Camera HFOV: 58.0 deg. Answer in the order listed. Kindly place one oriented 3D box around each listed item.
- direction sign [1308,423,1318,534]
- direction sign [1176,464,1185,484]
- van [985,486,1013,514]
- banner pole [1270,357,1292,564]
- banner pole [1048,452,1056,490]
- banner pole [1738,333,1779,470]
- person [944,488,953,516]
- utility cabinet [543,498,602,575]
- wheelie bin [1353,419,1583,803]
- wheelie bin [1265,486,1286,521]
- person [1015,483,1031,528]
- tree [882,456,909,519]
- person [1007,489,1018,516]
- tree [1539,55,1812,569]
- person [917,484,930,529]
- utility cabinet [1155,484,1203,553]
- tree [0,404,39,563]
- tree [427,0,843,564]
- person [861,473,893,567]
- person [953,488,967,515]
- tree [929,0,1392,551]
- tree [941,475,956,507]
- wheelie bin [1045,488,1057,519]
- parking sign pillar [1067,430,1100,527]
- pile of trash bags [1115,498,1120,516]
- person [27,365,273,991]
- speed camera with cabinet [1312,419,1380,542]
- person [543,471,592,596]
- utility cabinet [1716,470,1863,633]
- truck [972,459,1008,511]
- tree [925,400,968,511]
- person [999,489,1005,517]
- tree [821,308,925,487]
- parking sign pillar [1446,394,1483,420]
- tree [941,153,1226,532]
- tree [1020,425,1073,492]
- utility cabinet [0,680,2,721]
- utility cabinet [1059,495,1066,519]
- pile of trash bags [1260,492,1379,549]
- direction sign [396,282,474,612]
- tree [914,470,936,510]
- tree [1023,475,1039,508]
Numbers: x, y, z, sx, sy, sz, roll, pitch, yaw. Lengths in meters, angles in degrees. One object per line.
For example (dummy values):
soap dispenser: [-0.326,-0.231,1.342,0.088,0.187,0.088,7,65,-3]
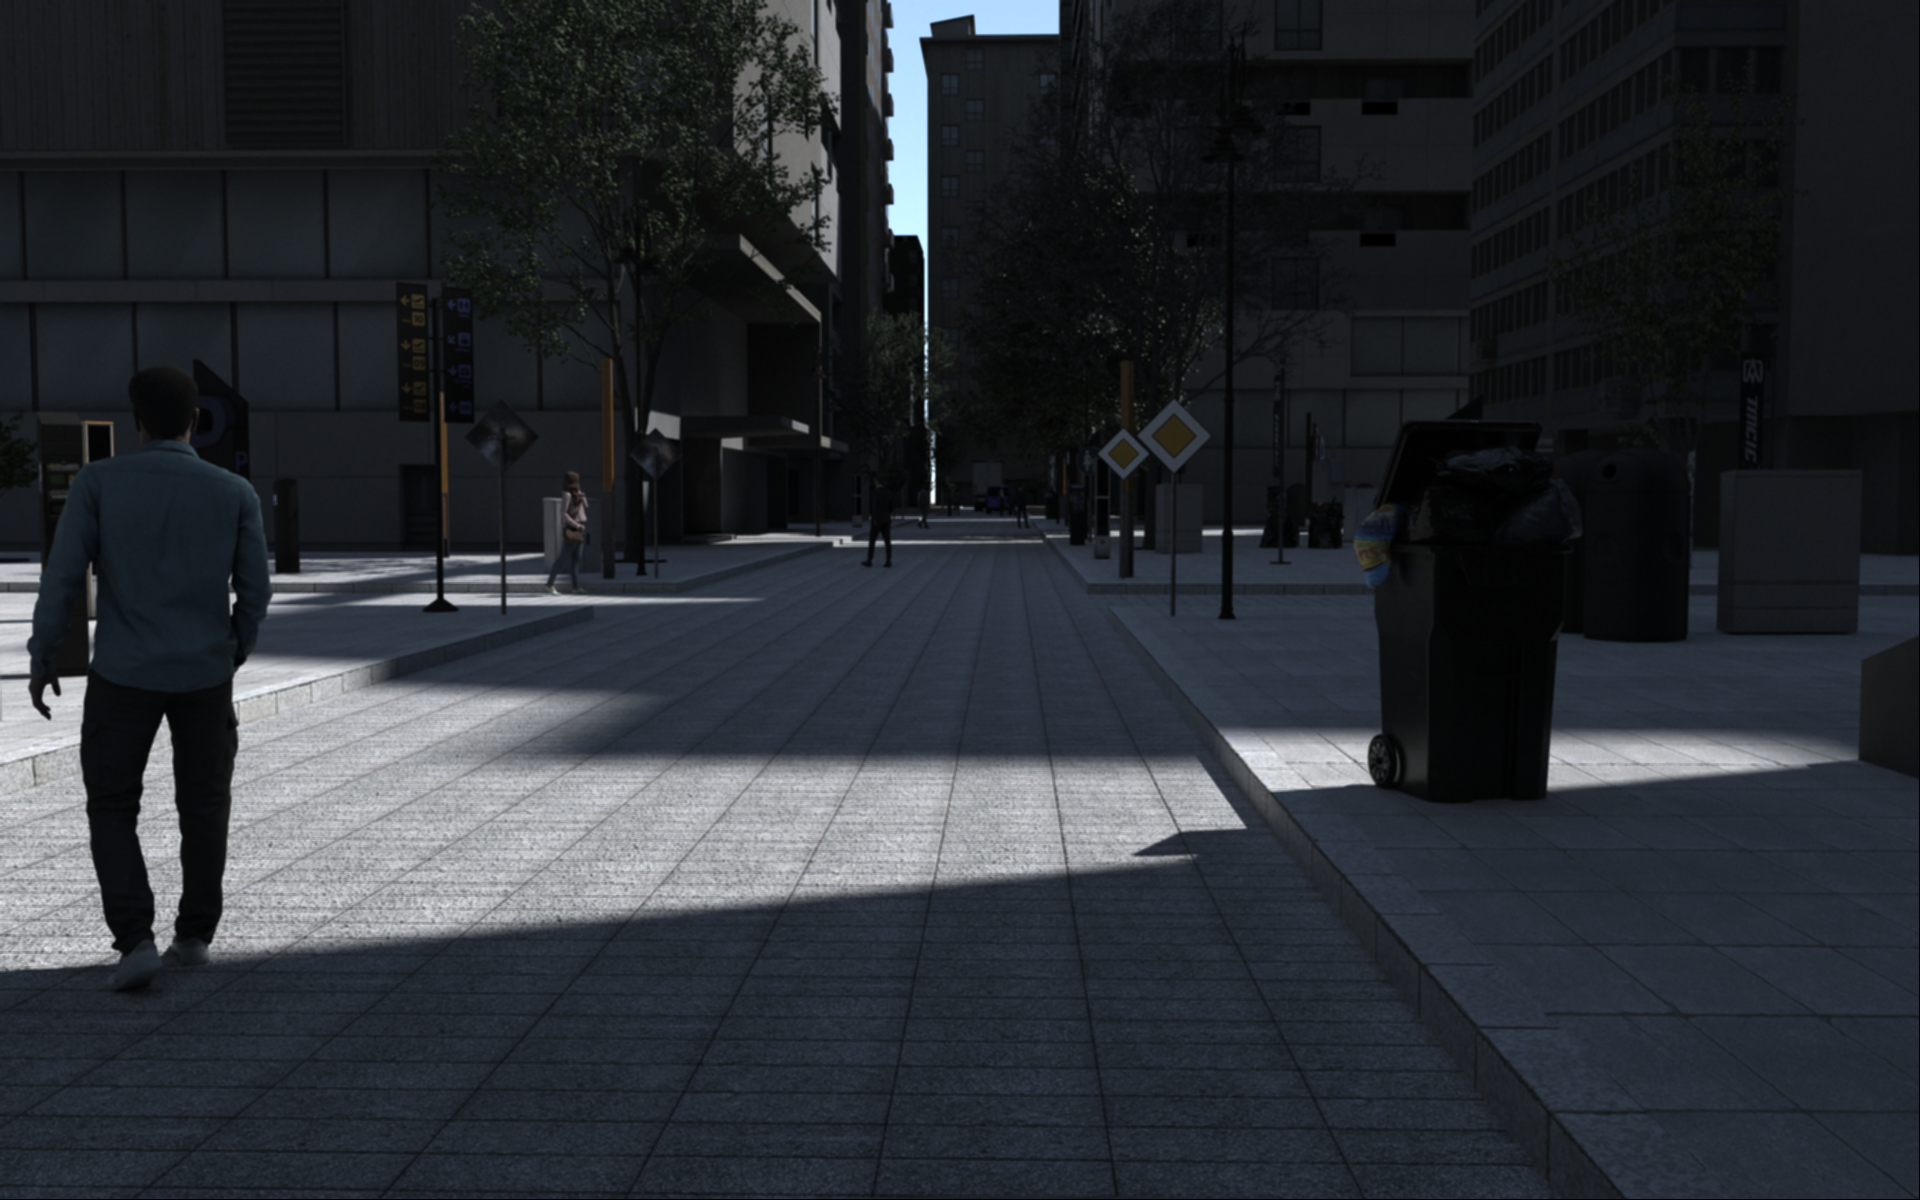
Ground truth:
direction sign: [11.371,-3.886,55.526,0.379,3.537,0.876,1,4,21]
direction sign: [8.418,-4.543,66.269,0.379,3.537,0.876,-1,4,-17]
van: [2.893,-7.481,126.692,2.240,2.365,5.245,0,4,3]
banner pole: [5.882,-2.566,31.976,0.401,3.779,0.863,0,4,-4]
banner pole: [5.044,-6.492,96.164,0.401,3.779,0.863,-2,4,-34]
banner pole: [12.427,-2.258,26.936,0.863,3.779,0.401,-1,4,-17]
person: [-0.703,-6.378,112.866,0.705,1.814,1.350,-1,4,-23]
utility cabinet: [-6.259,-1.032,28.033,0.306,1.237,1.020,2,4,33]
wheelie bin: [2.203,0.030,7.412,0.980,1.594,0.693,-1,4,-12]
wheelie bin: [12.474,-3.694,68.311,0.980,1.594,0.693,1,4,20]
person: [2.643,-4.003,73.316,0.648,1.900,0.474,3,5,41]
tree: [-3.459,-5.699,87.782,1.663,3.219,1.824,0,3,0]
person: [3.412,-6.315,112.299,0.990,1.755,0.434,3,5,39]
tree: [12.438,-4.854,29.719,4.737,8.622,4.395,0,3,0]
person: [-1.486,-3.881,72.048,0.679,1.850,0.850,3,5,41]
utility cabinet: [4.733,-1.761,37.477,1.173,1.500,0.318,-3,5,-40]
tree: [-18.177,-2.327,32.649,1.663,3.219,1.824,0,3,0]
tree: [-6.042,-6.513,32.243,9.928,11.665,9.643,0,3,0]
person: [-1.619,-1.573,33.997,0.659,1.850,0.755,-3,5,-41]
person: [-0.218,-6.688,117.852,1.348,1.824,0.705,1,4,18]
tree: [4.520,-7.900,39.540,12.009,13.543,11.850,0,3,0]
tree: [-1.351,-11.223,178.094,1.663,3.219,1.824,0,3,0]
wheelie bin: [4.670,-4.939,88.655,0.693,1.594,0.980,0,4,-2]
parking sign pillar: [4.882,-4.809,67.094,1.447,3.967,1.447,2,4,34]
pile of trash bags: [10.649,-5.459,99.010,3.447,1.369,1.912,0,4,-6]
person: [-2.387,0.206,5.153,0.660,1.820,0.620,-3,4,-37]
speed camera with cabinet: [10.300,-3.156,45.936,2.038,3.252,0.660,-2,4,-29]
person: [-5.577,-0.946,24.565,0.643,1.750,0.593,0,4,-4]
utility cabinet: [7.604,-0.442,15.902,1.173,1.500,0.318,0,4,-2]
truck: [2.520,-9.596,145.813,2.839,4.237,11.283,0,4,3]
tree: [-2.170,-10.861,127.935,4.360,8.622,3.978,0,3,0]
person: [2.731,-6.132,109.481,0.721,1.736,1.217,0,4,3]
tree: [-3.912,-7.281,69.409,4.360,8.622,3.978,0,3,0]
parking sign pillar: [13.490,-3.583,47.062,1.447,3.967,1.447,1,4,13]
tree: [4.119,-8.623,57.989,9.611,12.733,9.660,0,3,0]
tree: [5.617,-9.400,104.048,4.360,8.622,3.978,0,3,0]
utility cabinet: [-5.944,0.086,9.752,1.020,1.237,0.306,1,4,12]
utility cabinet: [5.193,-4.852,90.494,1.020,1.237,0.306,-2,4,-24]
pile of trash bags: [8.804,-1.927,41.265,3.447,1.369,1.912,2,4,32]
direction sign: [-5.690,-1.644,18.869,0.876,3.537,0.379,-3,5,-44]
tree: [-2.877,-8.887,139.906,1.663,3.219,1.824,0,3,0]
tree: [6.998,-10.391,164.495,1.663,3.219,1.824,0,3,0]
